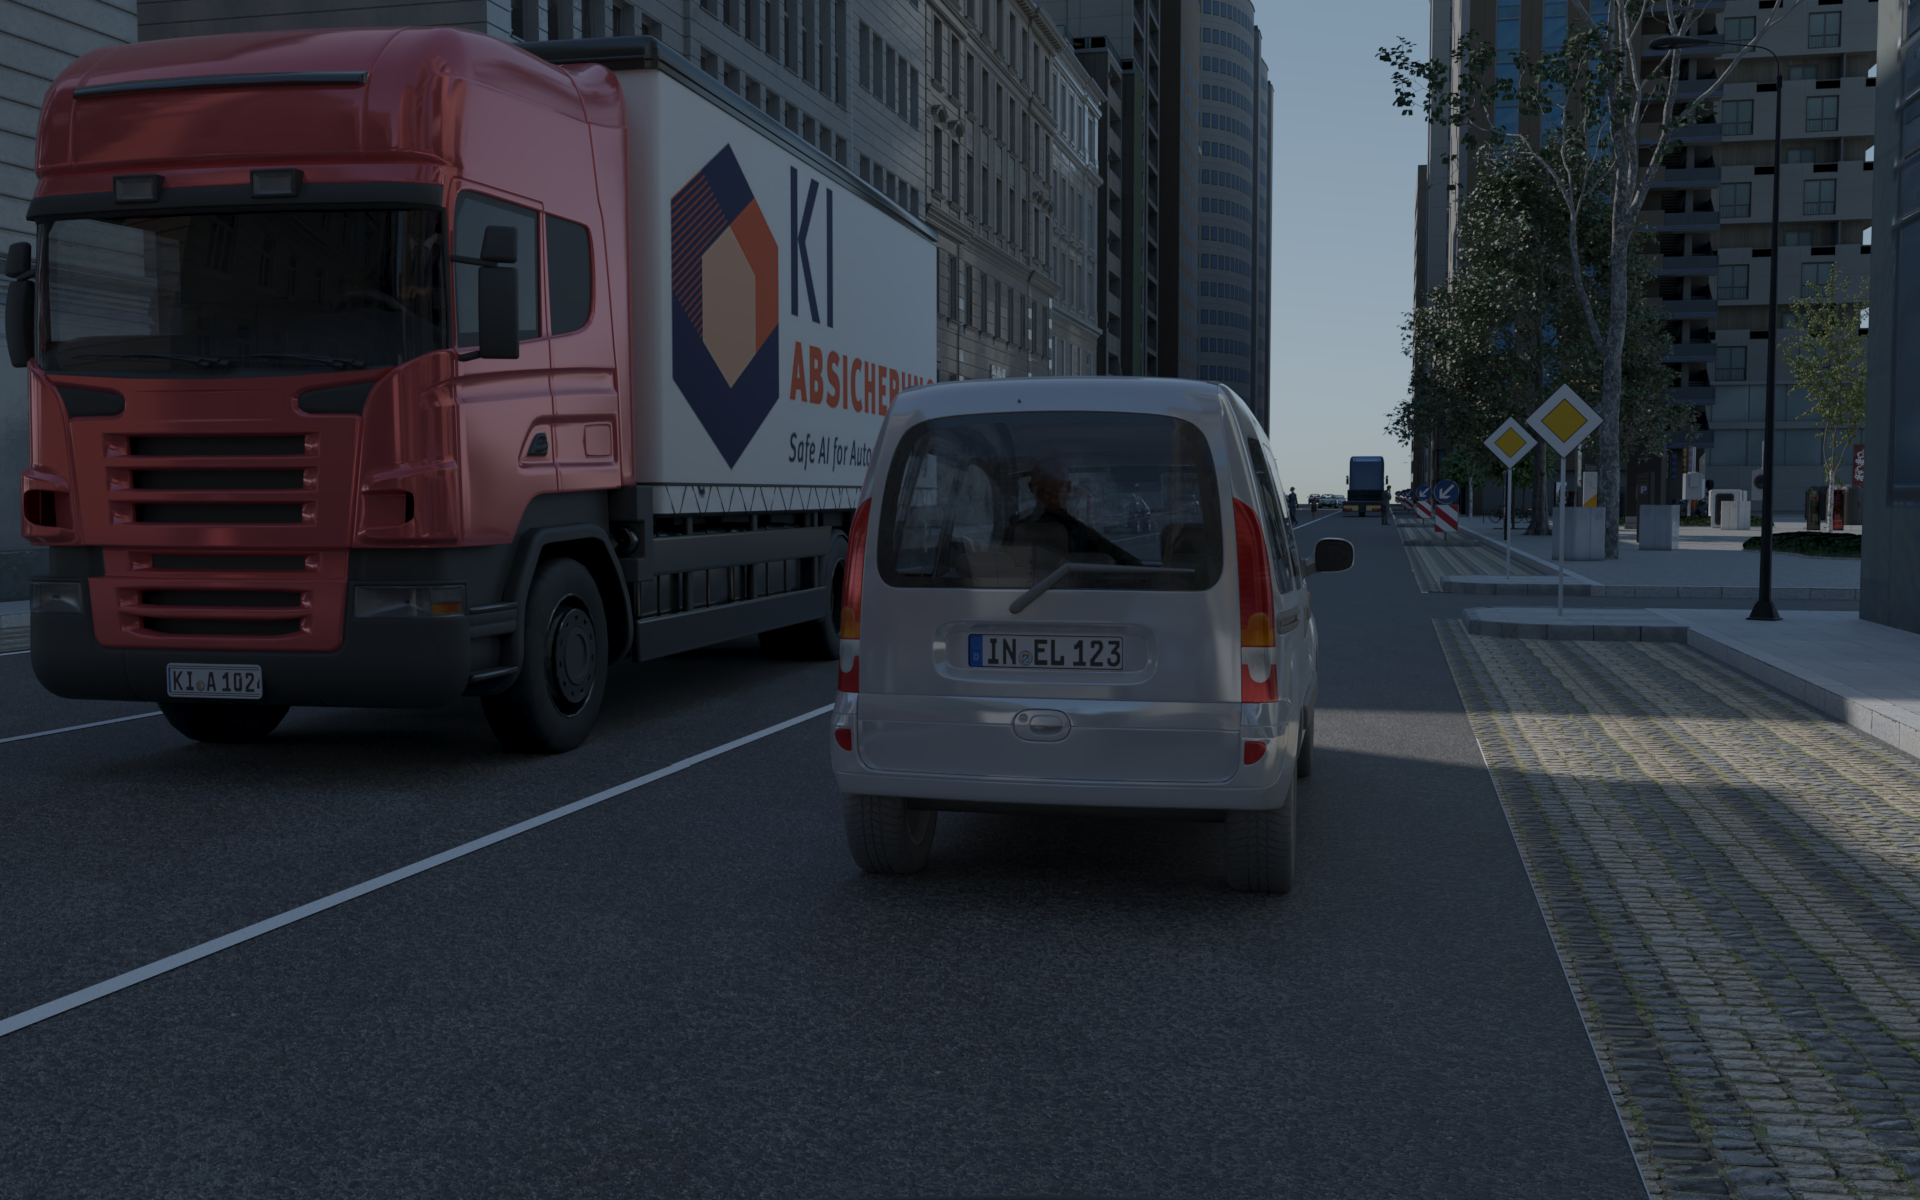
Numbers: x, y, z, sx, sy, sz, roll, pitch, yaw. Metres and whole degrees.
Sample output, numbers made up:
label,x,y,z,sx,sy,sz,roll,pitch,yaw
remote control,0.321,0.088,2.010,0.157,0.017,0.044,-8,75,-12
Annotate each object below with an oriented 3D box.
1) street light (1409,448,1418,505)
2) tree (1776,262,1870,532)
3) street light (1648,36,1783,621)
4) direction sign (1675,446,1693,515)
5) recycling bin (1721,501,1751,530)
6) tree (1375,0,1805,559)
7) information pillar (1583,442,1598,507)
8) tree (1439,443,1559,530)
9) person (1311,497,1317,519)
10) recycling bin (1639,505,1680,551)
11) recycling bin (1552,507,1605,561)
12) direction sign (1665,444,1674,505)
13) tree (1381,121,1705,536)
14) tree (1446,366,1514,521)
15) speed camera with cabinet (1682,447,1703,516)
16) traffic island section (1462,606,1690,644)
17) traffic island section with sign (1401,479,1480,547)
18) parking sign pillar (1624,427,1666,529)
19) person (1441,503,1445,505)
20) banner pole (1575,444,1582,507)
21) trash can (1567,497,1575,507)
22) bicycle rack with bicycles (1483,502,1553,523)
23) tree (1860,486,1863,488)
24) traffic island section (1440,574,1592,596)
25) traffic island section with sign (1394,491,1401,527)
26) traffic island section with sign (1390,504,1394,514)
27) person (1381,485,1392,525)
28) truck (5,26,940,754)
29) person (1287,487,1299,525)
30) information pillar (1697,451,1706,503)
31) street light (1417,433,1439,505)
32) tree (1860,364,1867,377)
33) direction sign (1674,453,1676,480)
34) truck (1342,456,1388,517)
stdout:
label,x,y,z,sx,sy,sz,roll,pitch,yaw
street light,45.862,-12.252,172.867,1.470,5.913,1.316,1,4,14
tree,28.432,-6.452,55.848,4.737,8.622,4.395,0,3,0
street light,7.681,-2.757,17.622,1.470,5.913,1.316,1,4,14
direction sign,34.106,-5.459,81.247,0.379,3.537,0.876,0,4,-7
recycling bin,27.824,-3.032,62.122,0.722,1.027,0.722,-2,4,-32
tree,14.150,-10.918,34.406,12.611,20.169,13.585,0,3,0
information pillar,23.414,-4.466,64.366,0.504,3.616,0.183,1,4,10
tree,20.327,-4.863,63.217,4.285,4.588,4.351,0,3,0
person,20.473,-5.320,100.149,0.362,1.253,0.373,3,5,41
recycling bin,16.060,-1.665,39.774,0.722,1.027,0.722,3,4,36
recycling bin,11.979,-1.284,33.550,0.722,1.027,0.722,-1,4,-16
direction sign,29.500,-4.950,72.927,0.876,3.537,0.379,-3,4,-38
tree,17.984,-8.364,53.753,9.611,12.733,9.660,0,3,0
tree,24.479,-8.078,82.445,4.360,8.622,3.978,0,3,0
speed camera with cabinet,31.609,-4.812,73.019,2.038,3.252,0.660,1,4,10
traffic island section,6.360,0.248,18.227,2.009,0.180,2.903,1,4,14
traffic island section with sign,13.302,-2.400,47.865,1.989,1.847,2.006,1,4,14
parking sign pillar,25.121,-4.583,63.397,1.447,3.967,1.447,-3,5,-43
person,31.031,-6.244,111.361,0.421,1.427,0.697,3,4,37
banner pole,27.087,-5.254,75.919,0.401,3.779,0.863,3,5,39
trash can,31.065,-4.695,88.419,0.748,1.137,0.748,0,3,0
bicycle rack with bicycles,24.426,-3.864,76.555,2.852,0.926,2.925,-2,4,-28
tree,44.444,-5.492,84.396,1.663,3.219,1.824,0,3,0
traffic island section,8.261,-0.226,25.983,2.009,0.180,2.903,1,4,14
traffic island section with sign,19.825,-4.028,74.487,1.989,1.847,2.006,1,4,14
traffic island section with sign,31.425,-6.920,121.769,1.989,1.847,2.006,1,4,14
person,19.902,-4.426,80.673,0.447,1.846,0.655,-1,4,-15
truck,-2.573,-1.479,13.096,2.839,4.237,11.283,1,4,12
person,15.389,-4.340,79.878,0.534,1.772,0.576,1,4,21
information pillar,40.677,-6.341,95.025,0.504,3.616,0.183,-2,4,-27
street light,34.866,-9.530,128.362,1.470,5.913,1.316,1,4,14
tree,35.392,-6.947,63.939,4.360,8.622,3.978,0,3,0
direction sign,38.662,-6.263,94.402,0.876,3.537,0.379,-1,4,-18
truck,27.295,-7.764,116.698,2.967,4.110,18.799,1,4,14
